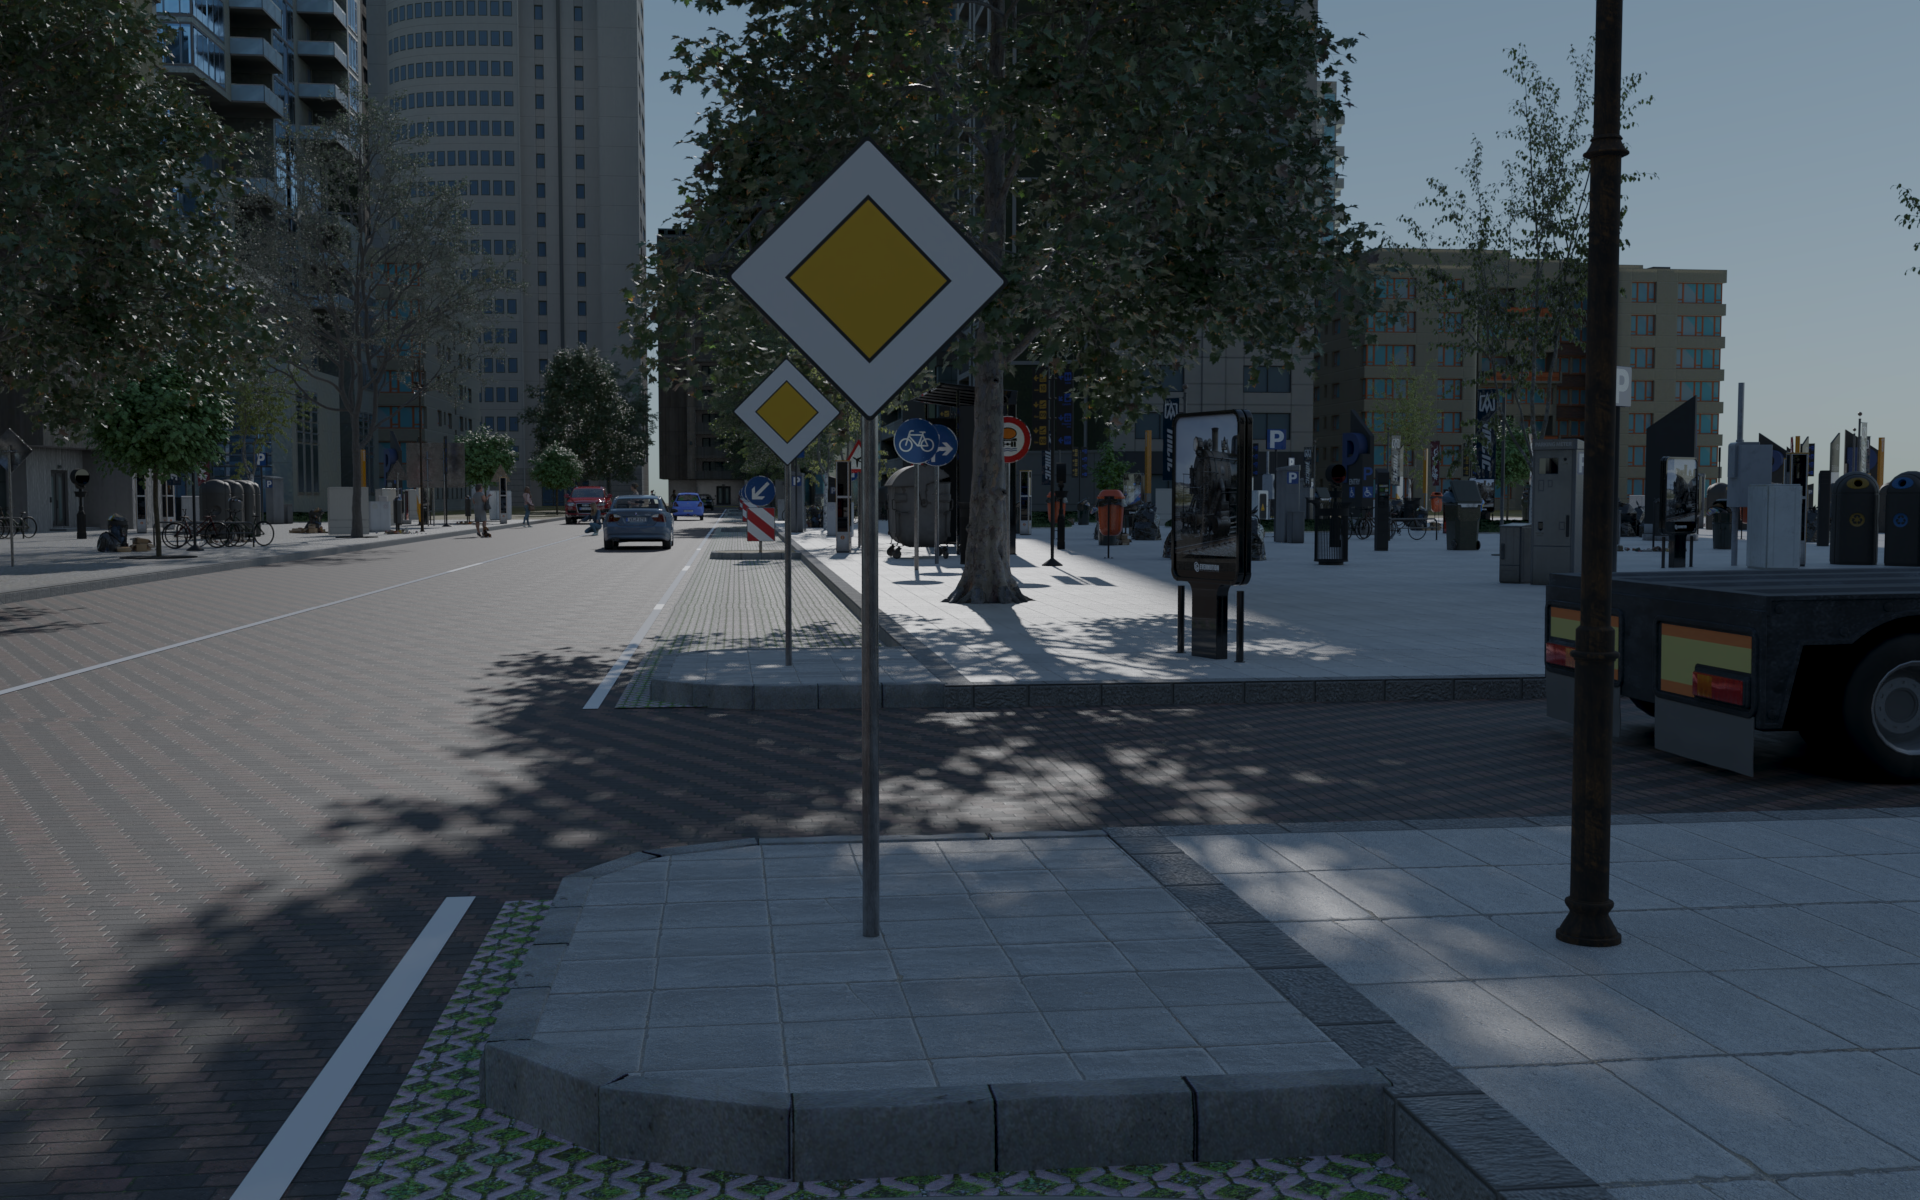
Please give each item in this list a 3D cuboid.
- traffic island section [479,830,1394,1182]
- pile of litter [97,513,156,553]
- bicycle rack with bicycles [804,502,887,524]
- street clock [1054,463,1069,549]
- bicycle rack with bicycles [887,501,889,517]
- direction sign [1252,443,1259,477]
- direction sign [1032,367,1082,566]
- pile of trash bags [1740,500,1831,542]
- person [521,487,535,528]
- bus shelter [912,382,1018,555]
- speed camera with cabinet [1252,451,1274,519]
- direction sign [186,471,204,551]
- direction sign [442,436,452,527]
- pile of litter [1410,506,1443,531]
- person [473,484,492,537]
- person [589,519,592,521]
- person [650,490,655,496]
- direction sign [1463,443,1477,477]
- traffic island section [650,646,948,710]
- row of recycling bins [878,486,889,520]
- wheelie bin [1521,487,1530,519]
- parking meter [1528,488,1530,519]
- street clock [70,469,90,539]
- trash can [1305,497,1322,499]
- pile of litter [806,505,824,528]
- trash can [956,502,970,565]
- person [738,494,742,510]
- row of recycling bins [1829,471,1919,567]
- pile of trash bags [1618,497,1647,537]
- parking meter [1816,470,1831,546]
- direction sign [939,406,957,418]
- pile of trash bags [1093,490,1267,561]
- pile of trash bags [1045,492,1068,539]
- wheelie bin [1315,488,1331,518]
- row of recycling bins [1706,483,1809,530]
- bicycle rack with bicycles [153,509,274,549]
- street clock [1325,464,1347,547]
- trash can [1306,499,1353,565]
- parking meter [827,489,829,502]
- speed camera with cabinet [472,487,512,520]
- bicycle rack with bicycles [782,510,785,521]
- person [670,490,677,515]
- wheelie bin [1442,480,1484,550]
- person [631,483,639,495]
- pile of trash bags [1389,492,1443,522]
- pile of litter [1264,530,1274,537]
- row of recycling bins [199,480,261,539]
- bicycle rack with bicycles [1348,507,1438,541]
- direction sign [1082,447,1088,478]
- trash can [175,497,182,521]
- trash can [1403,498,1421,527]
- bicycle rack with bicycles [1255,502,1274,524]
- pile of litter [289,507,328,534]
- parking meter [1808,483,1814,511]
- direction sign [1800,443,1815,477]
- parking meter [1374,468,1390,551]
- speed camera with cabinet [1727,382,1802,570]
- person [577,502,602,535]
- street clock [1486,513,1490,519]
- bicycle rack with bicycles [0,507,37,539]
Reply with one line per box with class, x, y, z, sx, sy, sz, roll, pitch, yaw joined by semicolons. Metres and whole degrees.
traffic island section;-0.239;1.054;5.050;2.009;0.180;2.903;0;4;-7
pile of litter;-18.603;-1.519;38.806;1.176;0.858;1.719;1;4;18
bicycle rack with bicycles;-5.279;-3.706;73.975;2.925;0.926;2.852;3;4;38
street clock;2.345;-2.175;40.133;0.358;2.002;0.471;0;4;4
bicycle rack with bicycles;-3.180;-4.296;83.614;2.852;0.926;2.925;1;4;9
direction sign;13.027;-5.226;77.445;0.379;3.537;0.876;-2;4;-32
direction sign;1.646;-2.373;30.797;0.876;3.537;0.379;3;4;38
pile of trash bags;22.784;-2.321;47.708;1.912;1.369;3.447;-1;4;-19
person;-18.584;-3.987;74.275;0.643;1.750;0.593;-3;5;-40
bus shelter;0.034;-2.954;39.576;1.731;3.624;6.357;0;4;-8
speed camera with cabinet;13.899;-5.193;79.243;0.660;3.252;2.038;3;4;39
direction sign;-17.306;-2.880;39.082;0.379;3.537;0.876;-2;4;-31
direction sign;-20.107;-4.633;67.746;0.379;3.537;0.876;-1;4;-23
pile of litter;16.563;-2.887;61.162;1.719;0.858;1.176;-2;4;-35
person;-16.036;-3.026;58.326;0.716;1.782;0.532;2;4;28
person;-19.500;-5.122;91.878;1.348;1.869;0.705;-1;4;-14
person;-20.624;-6.530;116.068;0.445;1.727;0.742;0;4;-1
direction sign;22.608;-5.180;76.694;0.379;3.537;0.876;-2;4;-31
traffic island section;-1.261;0.570;12.969;2.009;0.180;2.903;0;4;-7
row of recycling bins;-3.174;-4.909;87.372;1.069;1.692;3.534;2;4;25
wheelie bin;26.513;-4.440;80.494;0.980;1.594;0.693;3;5;40
parking meter;22.782;-3.700;68.904;0.372;1.533;0.369;0;3;0
street clock;-25.079;-2.742;49.401;0.358;2.002;0.471;2;4;28
trash can;15.562;-3.956;76.340;0.748;1.137;0.748;0;3;0
pile of litter;-5.513;-3.181;65.977;1.719;0.858;1.176;1;4;16
trash can;0.306;-1.133;30.172;0.748;1.137;0.748;0;3;0
person;-18.938;-8.530;149.442;0.415;1.643;0.593;-1;4;-10
row of recycling bins;17.159;-1.432;30.533;1.069;1.692;3.534;-3;4;-37
pile of trash bags;20.178;-2.611;52.436;1.912;1.369;3.447;-2;4;-32
parking meter;21.259;-2.258;42.622;0.255;1.863;0.399;1;4;21
direction sign;-0.165;-3.218;44.612;0.876;3.537;0.379;2;4;35
pile of trash bags;4.381;-1.506;34.382;3.447;1.369;1.912;1;4;14
pile of trash bags;4.084;-2.400;48.991;3.447;1.369;1.912;1;4;18
wheelie bin;17.532;-4.666;84.196;0.980;1.594;0.693;-1;4;-23
row of recycling bins;28.485;-3.354;61.953;3.534;1.692;1.069;0;4;-1
bicycle rack with bicycles;-18.113;-1.747;41.942;2.925;0.926;2.852;-3;5;-40
street clock;9.056;-2.275;41.773;0.471;2.002;0.358;-2;4;-25
trash can;6.729;-1.207;31.380;0.748;1.137;0.748;0;3;0
parking meter;-6.371;-4.619;83.938;0.372;1.533;0.369;0;3;0
speed camera with cabinet;-23.131;-5.577;85.520;0.660;3.252;2.038;2;4;35
bicycle rack with bicycles;-6.612;-3.975;78.374;2.925;0.926;2.852;-1;4;-16
person;-18.853;-6.457;114.794;0.721;1.735;1.217;-3;5;-42
wheelie bin;11.467;-1.940;39.632;0.980;1.594;0.693;-1;4;-12
person;-10.180;-2.760;53.962;0.374;1.781;0.599;-1;4;-19
pile of trash bags;20.726;-4.327;80.495;3.447;1.369;1.912;0;4;1
pile of litter;8.571;-2.293;51.452;1.719;0.858;1.176;0;4;6
row of recycling bins;-21.310;-2.667;50.725;1.069;1.692;3.534;0;4;-5
bicycle rack with bicycles;11.886;-2.157;48.641;2.925;0.926;2.852;-2;4;-28
direction sign;5.733;-5.570;83.058;0.876;3.537;0.379;-2;4;-28
trash can;-35.364;-4.109;78.831;0.748;1.137;0.748;0;3;0
trash can;17.807;-3.462;68.253;0.748;1.137;0.748;0;3;0
bicycle rack with bicycles;8.188;-2.519;54.570;2.925;0.926;2.852;-1;4;-23
pile of litter;-21.342;-2.621;56.811;1.176;0.858;1.719;-2;4;-35
parking meter;46.302;-5.427;94.442;0.399;1.863;0.255;1;4;10
direction sign;37.824;-5.228;77.479;0.379;3.537;0.876;-1;4;-22
parking meter;9.527;-2.043;39.117;0.255;1.863;0.399;0;4;1
speed camera with cabinet;13.969;-2.187;30.086;0.660;3.252;2.038;0;4;5
person;-12.754;-2.827;60.228;0.738;1.151;1.012;-3;5;-42
street clock;22.944;-4.324;75.270;0.471;2.002;0.358;-2;4;-26
bicycle rack with bicycles;-27.846;-2.204;49.412;2.852;0.926;2.925;3;4;36
